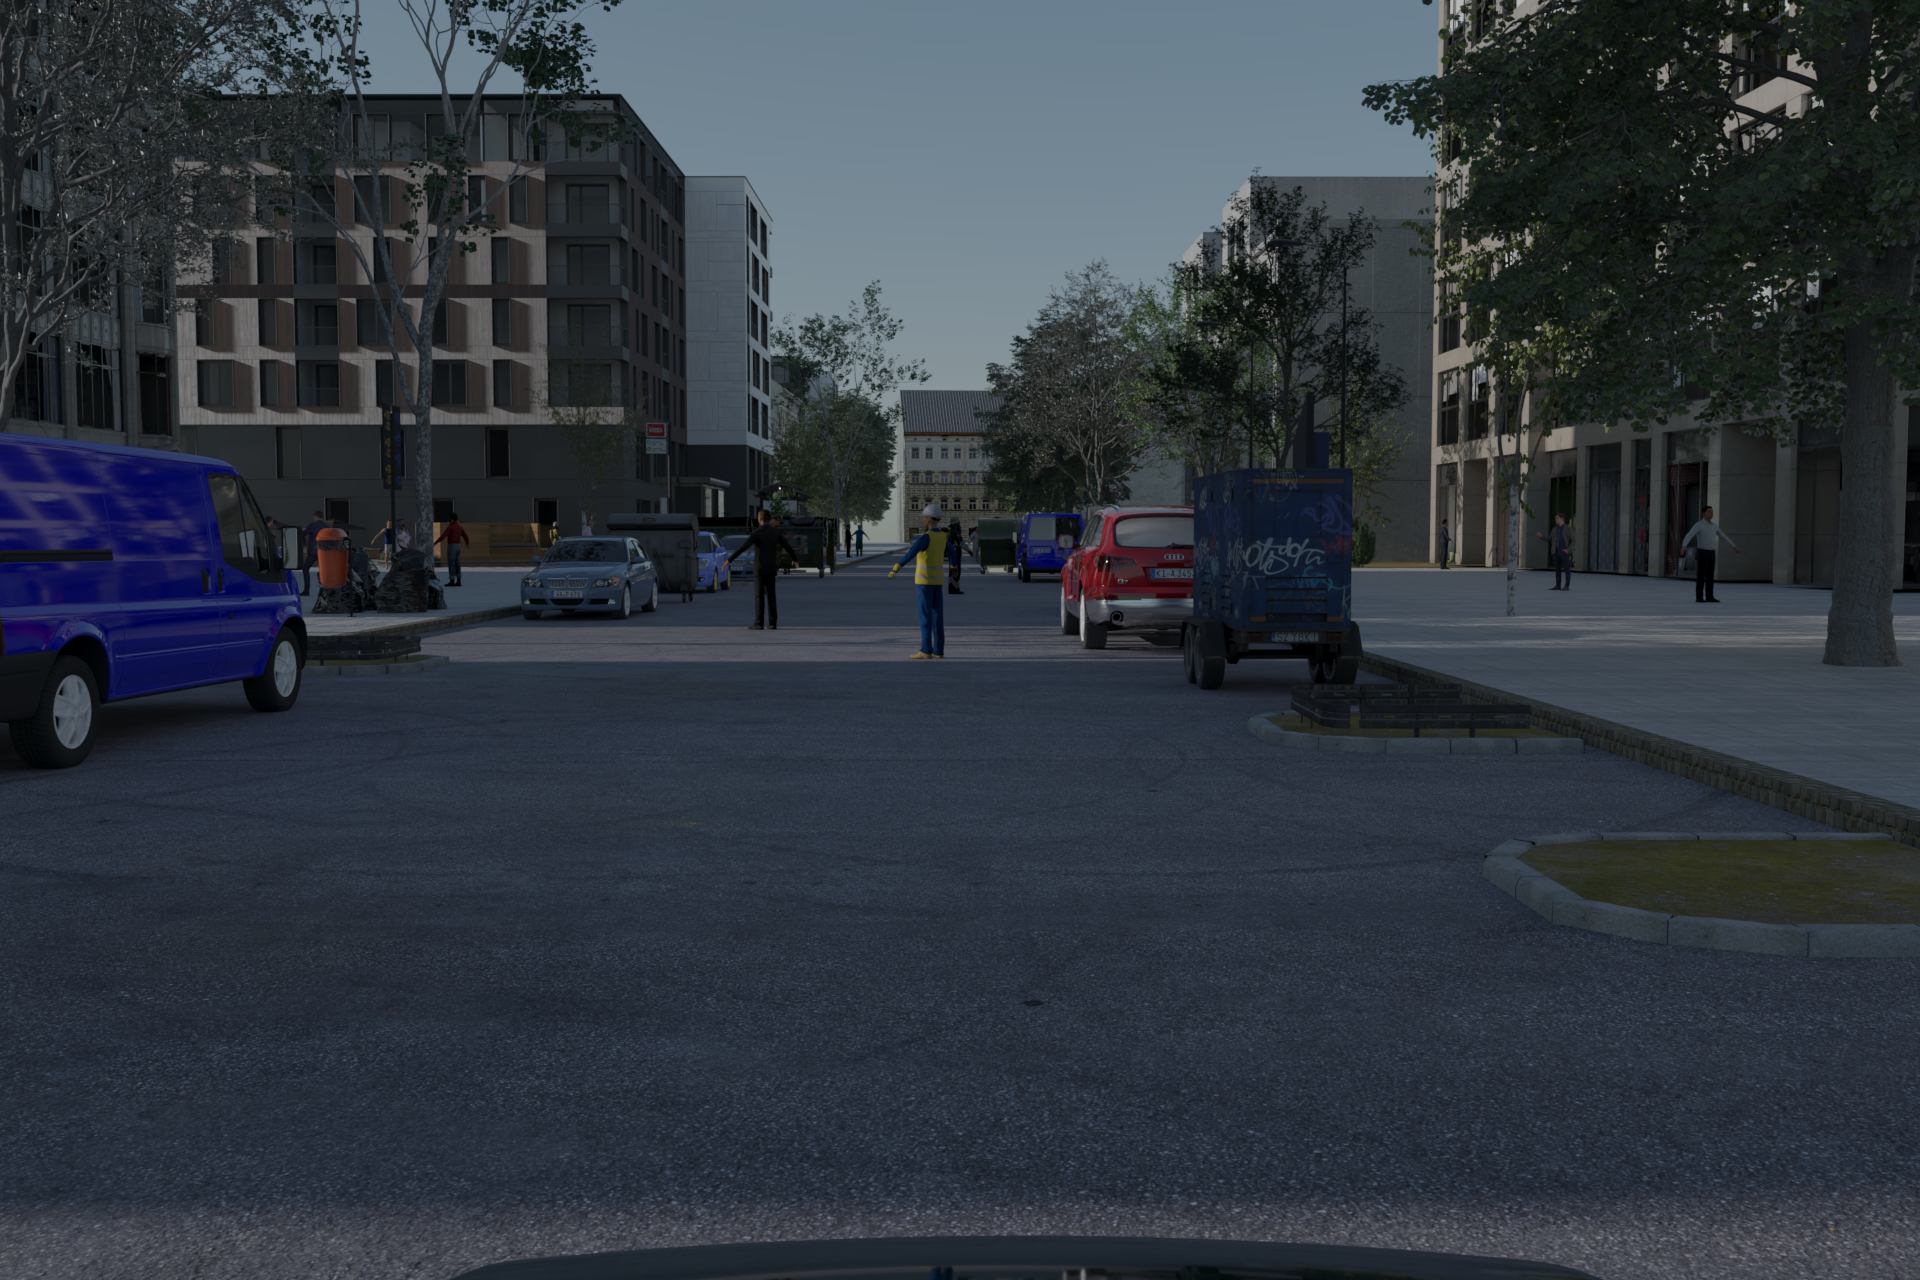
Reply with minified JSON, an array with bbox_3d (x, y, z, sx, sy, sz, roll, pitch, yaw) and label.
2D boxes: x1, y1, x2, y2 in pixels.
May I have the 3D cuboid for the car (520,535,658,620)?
[{"bbox_3d":[-6.456,-1.135,30.567,2.014,1.417,4.499,0,4,0],"label":"car"}]

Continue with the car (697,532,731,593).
[{"bbox_3d":[-6.757,-2.055,43.186,1.945,1.707,3.694,0,3,0],"label":"car"}]

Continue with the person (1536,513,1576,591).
[{"bbox_3d":[13.512,-2.003,39.324,0.750,1.759,0.617,-1,4,-18],"label":"person"}]

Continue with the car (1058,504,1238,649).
[{"bbox_3d":[2.490,-0.881,23.079,2.281,1.827,5.304,0,4,-1],"label":"car"}]

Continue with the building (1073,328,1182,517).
[{"bbox_3d":[22.188,-22.160,193.242,19.493,23.208,18.063,0,4,0],"label":"building"}]

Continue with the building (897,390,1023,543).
[{"bbox_3d":[-0.066,-26.261,262.757,18.063,23.208,19.493,0,4,-5],"label":"building"}]

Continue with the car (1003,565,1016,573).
[{"bbox_3d":[2.583,-3.459,65.343,1.959,1.807,4.718,0,4,-1],"label":"car"}]

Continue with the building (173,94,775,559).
[{"bbox_3d":[-26.183,-15.480,97.066,27.936,21.610,32.646,0,4,0],"label":"building"}]

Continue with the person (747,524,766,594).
[{"bbox_3d":[-4.736,-1.940,40.980,0.721,1.733,1.217,1,4,17],"label":"person"}]

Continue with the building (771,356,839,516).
[{"bbox_3d":[-29.870,-22.672,214.664,27.936,21.610,32.646,0,4,0],"label":"building"}]

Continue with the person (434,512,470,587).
[{"bbox_3d":[-12.389,-2.214,42.301,0.704,1.816,1.345,2,4,24],"label":"person"}]

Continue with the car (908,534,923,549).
[{"bbox_3d":[-2.788,-7.088,127.681,2.131,1.459,4.920,0,4,0],"label":"car"}]

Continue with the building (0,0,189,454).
[{"bbox_3d":[-32.971,-13.780,41.959,14.369,24.946,33.146,0,4,1],"label":"building"}]

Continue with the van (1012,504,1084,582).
[{"bbox_3d":[2.758,-2.967,52.895,2.240,2.365,5.245,0,4,-2],"label":"van"}]

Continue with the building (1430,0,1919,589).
[{"bbox_3d":[29.068,-15.313,53.563,19.350,26.588,34.151,0,4,0],"label":"building"}]

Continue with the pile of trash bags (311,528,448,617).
[{"bbox_3d":[-9.651,-1.127,28.177,1.912,1.369,3.447,0,4,0],"label":"pile of trash bags"}]

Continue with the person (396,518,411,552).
[{"bbox_3d":[-15.941,-2.611,49.403,0.621,1.740,0.551,1,4,12],"label":"person"}]

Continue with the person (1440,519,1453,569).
[{"bbox_3d":[17.614,-3.475,62.859,0.704,1.823,1.345,0,4,2],"label":"person"}]

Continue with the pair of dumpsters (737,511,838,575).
[{"bbox_3d":[-6.543,-3.446,61.298,4.436,2.255,1.574,0,4,-1],"label":"pair of dumpsters"}]

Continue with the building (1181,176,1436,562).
[{"bbox_3d":[22.613,-13.944,94.443,16.747,18.905,31.486,0,4,-1],"label":"building"}]

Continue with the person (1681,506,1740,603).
[{"bbox_3d":[14.003,-1.608,32.441,1.344,1.810,0.704,-1,4,-19],"label":"person"}]

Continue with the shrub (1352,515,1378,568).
[{"bbox_3d":[15.165,-3.786,66.328,1.690,2.028,1.600,0,3,0],"label":"shrub"}]

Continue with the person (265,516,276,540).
[{"bbox_3d":[-16.312,-2.071,40.830,0.530,1.710,0.541,-1,4,-18],"label":"person"}]

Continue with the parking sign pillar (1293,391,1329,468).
[{"bbox_3d":[6.750,-2.752,33.464,1.447,3.967,1.447,0,4,0],"label":"parking sign pillar"}]

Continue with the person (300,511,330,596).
[{"bbox_3d":[-13.458,-1.805,36.000,0.568,1.767,0.683,3,4,37],"label":"person"}]

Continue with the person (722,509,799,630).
[{"bbox_3d":[-2.945,-1.061,26.022,1.346,1.802,0.704,-3,5,-39],"label":"person"}]

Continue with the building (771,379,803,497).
[{"bbox_3d":[-27.788,-21.869,188.482,19.493,23.208,18.063,0,4,1],"label":"building"}]

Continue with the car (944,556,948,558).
[{"bbox_3d":[-0.879,-4.982,93.815,2.083,1.381,4.827,0,4,-1],"label":"car"}]

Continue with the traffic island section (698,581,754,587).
[{"bbox_3d":[-6.655,-1.553,48.252,1.991,0.108,1.994,0,4,0],"label":"traffic island section"}]

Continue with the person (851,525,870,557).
[{"bbox_3d":[-5.751,-5.657,98.619,1.347,1.817,0.704,-2,4,-24],"label":"person"}]

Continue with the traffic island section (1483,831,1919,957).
[{"bbox_3d":[3.177,0.979,6.853,1.991,0.108,1.994,0,4,0],"label":"traffic island section"}]

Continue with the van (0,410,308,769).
[{"bbox_3d":[-6.363,-0.480,12.234,2.240,2.365,5.245,0,4,-1],"label":"van"}]

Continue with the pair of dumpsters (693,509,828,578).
[{"bbox_3d":[-6.524,-3.142,56.321,4.436,2.255,1.574,0,4,0],"label":"pair of dumpsters"}]

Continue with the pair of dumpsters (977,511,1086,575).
[{"bbox_3d":[2.825,-3.460,61.522,4.436,2.255,1.574,0,4,0],"label":"pair of dumpsters"}]

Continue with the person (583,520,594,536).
[{"bbox_3d":[-11.140,-2.765,52.184,0.436,1.711,0.756,-1,4,-16],"label":"person"}]

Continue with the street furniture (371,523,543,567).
[{"bbox_3d":[-20.867,-3.942,71.305,11.010,1.723,9.812,-2,4,-28],"label":"street furniture"}]

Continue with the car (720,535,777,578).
[{"bbox_3d":[-6.501,-2.436,51.826,2.014,1.417,4.499,0,3,0],"label":"car"}]

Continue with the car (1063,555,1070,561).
[{"bbox_3d":[2.934,-1.357,31.982,2.009,1.686,4.222,0,4,0],"label":"car"}]

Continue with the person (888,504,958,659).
[{"bbox_3d":[-0.397,-0.675,19.963,0.721,1.772,1.216,3,4,37],"label":"person"}]

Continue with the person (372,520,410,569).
[{"bbox_3d":[-20.731,-3.476,62.996,1.345,1.807,0.704,-2,4,-32],"label":"person"}]

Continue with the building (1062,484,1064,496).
[{"bbox_3d":[21.675,-24.209,226.744,19.493,23.208,18.063,0,4,0],"label":"building"}]

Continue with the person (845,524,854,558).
[{"bbox_3d":[-6.071,-5.438,94.843,0.705,1.837,1.347,-1,4,-15],"label":"person"}]
